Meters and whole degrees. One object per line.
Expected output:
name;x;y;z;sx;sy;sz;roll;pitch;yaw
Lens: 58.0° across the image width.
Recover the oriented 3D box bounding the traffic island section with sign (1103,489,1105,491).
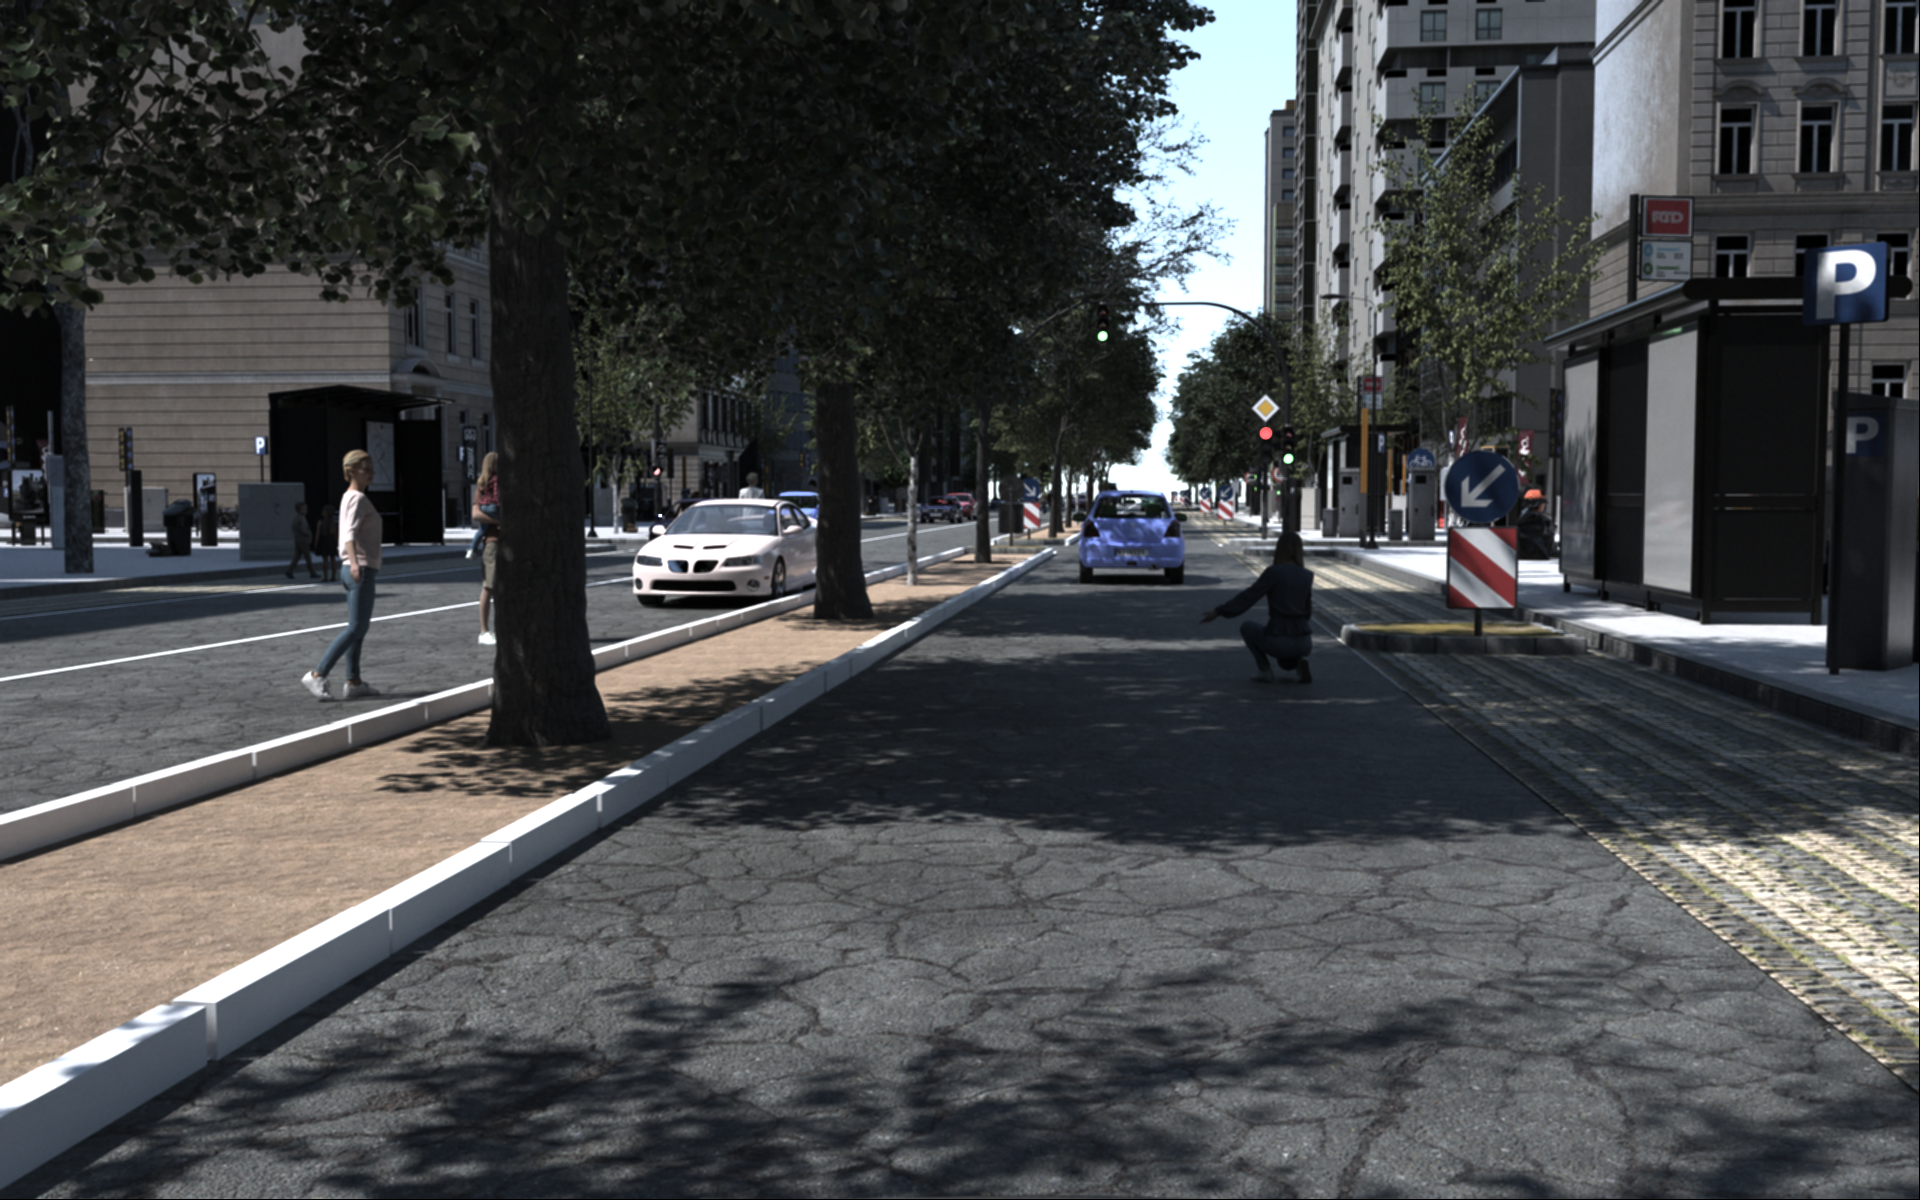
traffic island section with sign;10.348;-7.084;123.963;2.006;1.907;1.989;0;4;6

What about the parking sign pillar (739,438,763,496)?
parking sign pillar;-10.072;-5.804;83.366;1.447;3.967;1.447;3;5;44

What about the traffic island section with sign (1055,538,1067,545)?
traffic island section with sign;2.018;-2.517;49.286;2.006;1.907;1.989;0;4;6

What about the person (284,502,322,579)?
person;-11.123;-1.007;29.235;0.475;1.303;0.640;2;4;35

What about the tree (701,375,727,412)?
tree;-10.751;-6.784;61.285;4.737;8.622;4.395;0;3;0

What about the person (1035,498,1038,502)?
person;6.641;-8.555;151.632;0.557;1.426;1.065;1;4;17

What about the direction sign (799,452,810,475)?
direction sign;-8.311;-6.152;92.580;0.379;3.537;0.876;-3;5;-42

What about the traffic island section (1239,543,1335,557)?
traffic island section;7.722;-1.142;40.957;2.009;0.180;2.903;0;4;6

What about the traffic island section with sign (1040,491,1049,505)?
traffic island section with sign;11.336;-13.647;231.750;1.989;1.847;2.006;0;4;6

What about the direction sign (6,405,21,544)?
direction sign;-24.418;-3.219;44.628;0.379;3.537;0.876;-3;5;-39

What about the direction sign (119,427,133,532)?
direction sign;-28.408;-4.101;59.045;0.876;3.537;0.379;3;4;38

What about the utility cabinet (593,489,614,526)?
utility cabinet;-14.227;-3.703;69.223;0.318;1.500;1.173;1;4;22

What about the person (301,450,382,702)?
person;-4.294;-0.177;12.071;0.598;1.740;0.731;-3;4;-38

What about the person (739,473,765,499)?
person;-3.930;-1.507;33.013;0.514;1.842;0.818;-2;4;-24

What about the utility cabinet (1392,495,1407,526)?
utility cabinet;18.109;-3.646;70.778;0.306;1.237;1.020;-2;4;-24

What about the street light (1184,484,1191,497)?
street light;26.910;-13.874;199.387;1.470;5.913;1.316;0;4;6

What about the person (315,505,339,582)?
person;-10.329;-0.921;28.221;0.362;1.253;0.373;-3;5;-41

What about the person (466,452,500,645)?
person;-4.426;-0.495;16.568;0.573;1.828;0.580;-1;4;-11

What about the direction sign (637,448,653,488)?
direction sign;-15.639;-5.752;86.044;0.876;3.537;0.379;-3;4;-37

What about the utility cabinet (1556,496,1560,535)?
utility cabinet;19.293;-2.698;55.280;0.306;1.237;1.020;2;4;30

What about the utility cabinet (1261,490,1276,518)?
utility cabinet;16.197;-5.060;91.403;0.318;1.500;1.173;0;4;-6

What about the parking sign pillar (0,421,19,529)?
parking sign pillar;-34.941;-4.605;63.771;1.447;3.967;1.447;1;4;19

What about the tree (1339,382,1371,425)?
tree;25.248;-9.884;111.965;4.360;8.622;3.978;0;3;0

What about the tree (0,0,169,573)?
tree;-13.544;-10.579;28.859;12.611;20.169;13.585;0;3;0

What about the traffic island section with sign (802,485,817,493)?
traffic island section with sign;-6.398;-3.944;73.107;1.989;1.847;2.006;0;4;6

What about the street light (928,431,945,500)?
street light;-1.763;-9.478;127.505;1.470;5.913;1.316;0;4;6

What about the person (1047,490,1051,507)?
person;9.954;-11.200;191.254;1.348;1.869;0.705;-1;4;-12

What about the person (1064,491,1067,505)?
person;14.175;-13.543;229.798;0.709;1.838;0.599;0;4;5

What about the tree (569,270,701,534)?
tree;-11.410;-6.461;55.995;4.737;8.622;4.395;0;3;0

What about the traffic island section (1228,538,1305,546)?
traffic island section;8.608;-1.628;48.893;2.009;0.180;2.903;0;4;6

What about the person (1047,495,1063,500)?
person;7.678;-8.030;139.819;1.348;1.821;0.705;0;4;6

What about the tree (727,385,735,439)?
tree;-11.403;-9.099;99.129;4.737;8.622;4.395;0;3;0

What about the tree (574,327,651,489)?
tree;-15.653;-7.737;76.865;4.360;8.622;3.978;0;3;0

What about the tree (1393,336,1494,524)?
tree;20.930;-7.636;75.217;4.360;8.622;3.978;0;3;0

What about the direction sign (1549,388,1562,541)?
direction sign;12.825;-2.775;37.368;0.379;3.537;0.876;2;4;33

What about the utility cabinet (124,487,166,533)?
utility cabinet;-26.621;-2.931;56.603;1.173;1.500;0.318;-3;4;-37

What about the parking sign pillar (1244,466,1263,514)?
parking sign pillar;19.446;-7.684;114.100;1.447;3.967;1.447;-2;4;-34

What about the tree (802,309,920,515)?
tree;-5.973;-11.503;106.201;7.486;12.596;7.792;0;3;0

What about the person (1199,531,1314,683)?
person;2.359;0.041;13.322;1.012;1.151;0.738;-1;4;-11

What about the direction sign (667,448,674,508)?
direction sign;-14.354;-5.745;85.932;0.379;3.537;0.876;1;4;10

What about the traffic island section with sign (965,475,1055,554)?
traffic island section with sign;1.186;-2.067;41.925;2.006;1.907;1.989;0;4;6

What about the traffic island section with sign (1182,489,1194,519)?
traffic island section with sign;13.816;-5.495;98.479;1.989;1.847;2.006;0;4;6

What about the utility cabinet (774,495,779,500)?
utility cabinet;-8.908;-4.696;87.934;1.020;1.237;0.306;0;4;8

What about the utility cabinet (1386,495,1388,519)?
utility cabinet;22.021;-4.765;89.069;0.306;1.237;1.020;-2;4;-30

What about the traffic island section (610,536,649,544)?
traffic island section;-8.874;-1.747;50.843;2.009;0.180;2.903;0;4;6

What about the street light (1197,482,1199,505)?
street light;21.850;-11.095;153.942;1.470;5.913;1.316;0;4;6

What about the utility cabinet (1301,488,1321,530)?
utility cabinet;12.388;-3.264;62.052;0.318;1.500;1.173;-3;4;-36

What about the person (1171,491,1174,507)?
person;22.966;-10.871;186.944;0.721;1.736;1.217;1;4;11

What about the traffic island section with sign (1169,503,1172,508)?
traffic island section with sign;22.325;-10.153;174.625;1.989;1.847;2.006;0;4;6

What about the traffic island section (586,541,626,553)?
traffic island section;-9.760;-1.262;42.908;2.009;0.180;2.903;0;4;6

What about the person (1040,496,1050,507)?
person;9.306;-11.044;189.772;1.217;1.736;0.721;-2;4;-30

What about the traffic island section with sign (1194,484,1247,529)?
traffic island section with sign;10.807;-3.844;71.482;1.989;1.847;2.006;0;4;6

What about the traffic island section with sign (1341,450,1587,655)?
traffic island section with sign;4.663;-0.471;16.335;1.989;1.847;2.006;0;4;6

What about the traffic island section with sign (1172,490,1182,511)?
traffic island section with sign;19.332;-8.513;147.809;1.989;1.847;2.006;0;4;6

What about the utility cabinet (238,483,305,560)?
utility cabinet;-13.296;-1.516;33.473;1.173;1.500;0.318;-2;4;-25

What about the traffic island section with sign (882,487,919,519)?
traffic island section with sign;-3.408;-5.582;99.897;1.989;1.847;2.006;0;4;6

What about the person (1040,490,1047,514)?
person;5.998;-7.068;123.972;0.656;1.842;0.836;2;4;26

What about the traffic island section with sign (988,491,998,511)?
traffic island section with sign;2.230;-8.664;150.289;1.989;1.847;2.006;0;4;6
